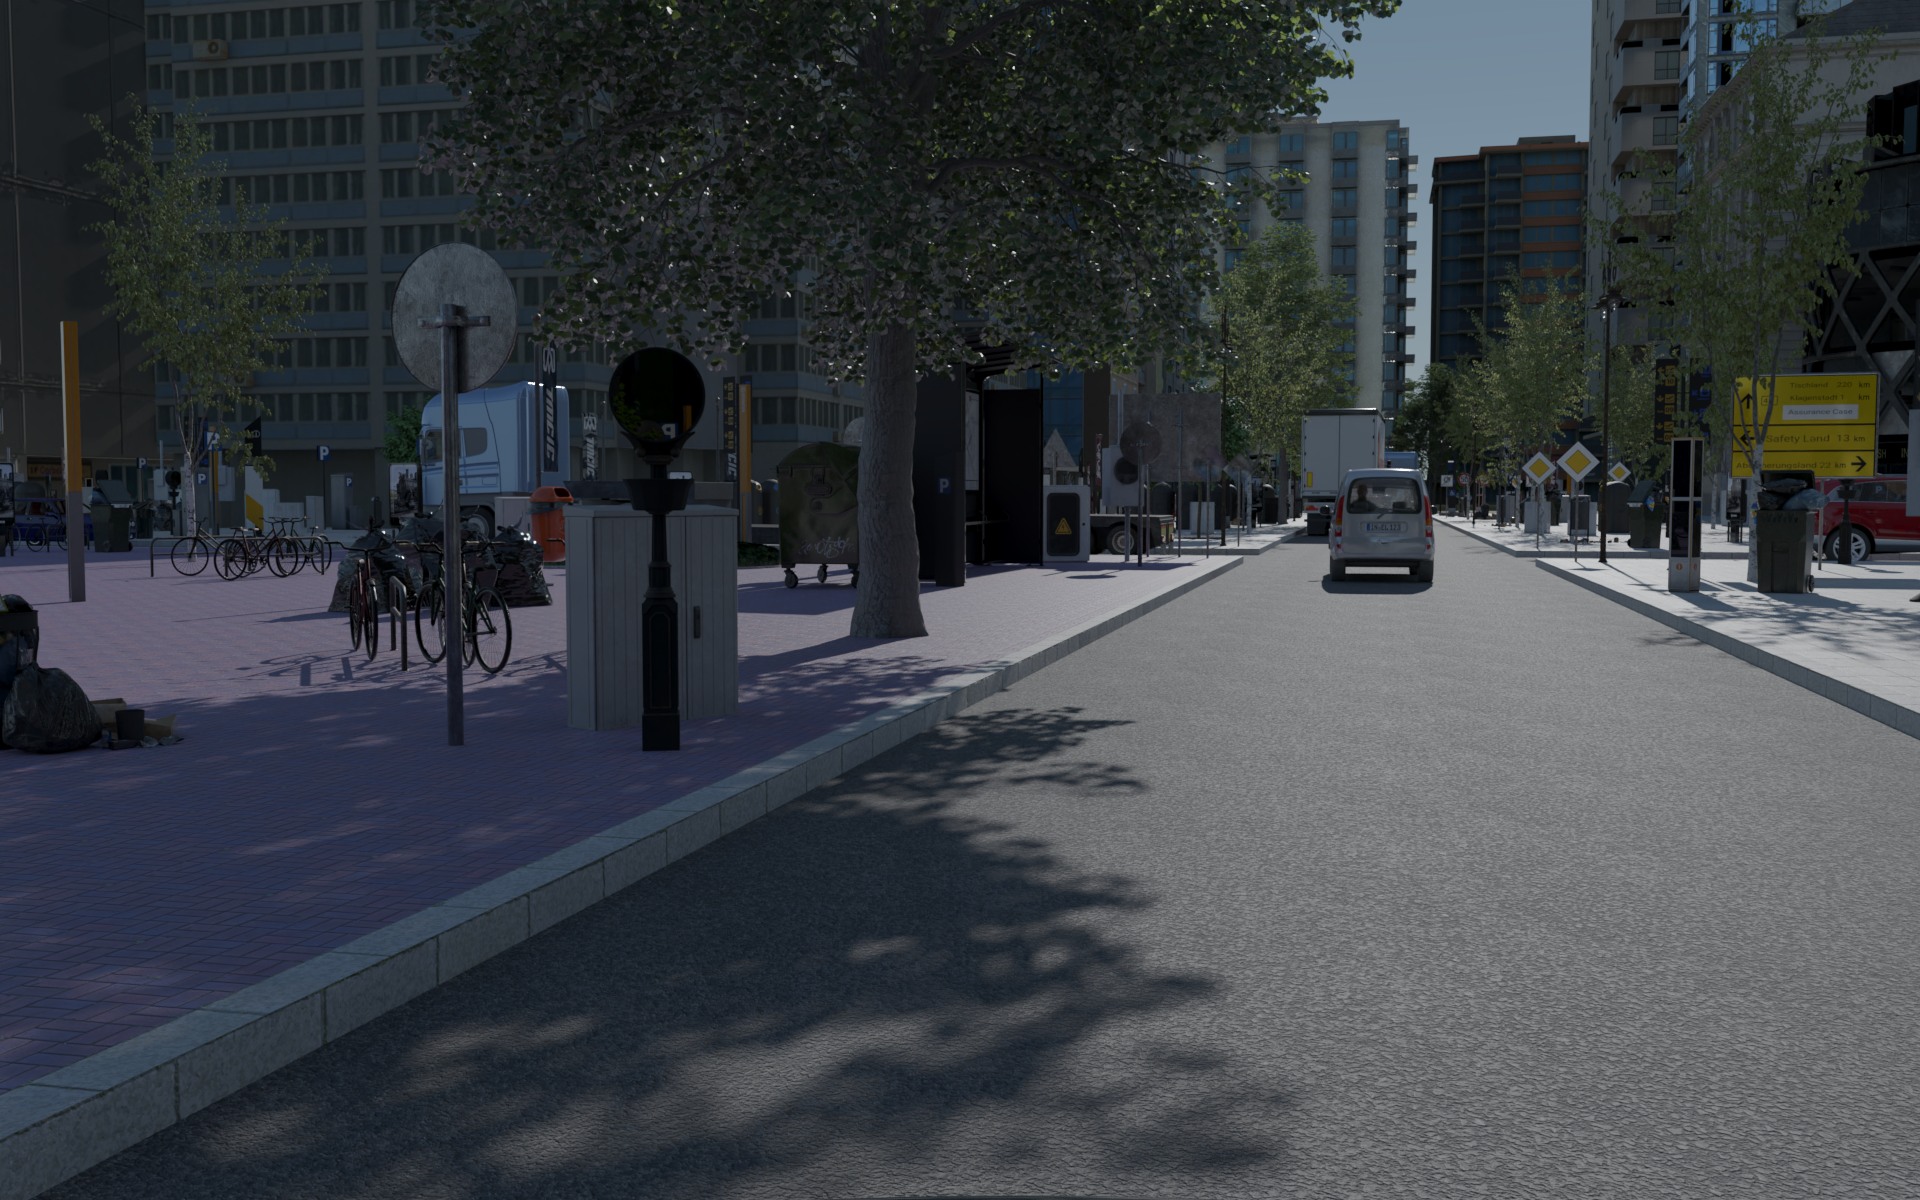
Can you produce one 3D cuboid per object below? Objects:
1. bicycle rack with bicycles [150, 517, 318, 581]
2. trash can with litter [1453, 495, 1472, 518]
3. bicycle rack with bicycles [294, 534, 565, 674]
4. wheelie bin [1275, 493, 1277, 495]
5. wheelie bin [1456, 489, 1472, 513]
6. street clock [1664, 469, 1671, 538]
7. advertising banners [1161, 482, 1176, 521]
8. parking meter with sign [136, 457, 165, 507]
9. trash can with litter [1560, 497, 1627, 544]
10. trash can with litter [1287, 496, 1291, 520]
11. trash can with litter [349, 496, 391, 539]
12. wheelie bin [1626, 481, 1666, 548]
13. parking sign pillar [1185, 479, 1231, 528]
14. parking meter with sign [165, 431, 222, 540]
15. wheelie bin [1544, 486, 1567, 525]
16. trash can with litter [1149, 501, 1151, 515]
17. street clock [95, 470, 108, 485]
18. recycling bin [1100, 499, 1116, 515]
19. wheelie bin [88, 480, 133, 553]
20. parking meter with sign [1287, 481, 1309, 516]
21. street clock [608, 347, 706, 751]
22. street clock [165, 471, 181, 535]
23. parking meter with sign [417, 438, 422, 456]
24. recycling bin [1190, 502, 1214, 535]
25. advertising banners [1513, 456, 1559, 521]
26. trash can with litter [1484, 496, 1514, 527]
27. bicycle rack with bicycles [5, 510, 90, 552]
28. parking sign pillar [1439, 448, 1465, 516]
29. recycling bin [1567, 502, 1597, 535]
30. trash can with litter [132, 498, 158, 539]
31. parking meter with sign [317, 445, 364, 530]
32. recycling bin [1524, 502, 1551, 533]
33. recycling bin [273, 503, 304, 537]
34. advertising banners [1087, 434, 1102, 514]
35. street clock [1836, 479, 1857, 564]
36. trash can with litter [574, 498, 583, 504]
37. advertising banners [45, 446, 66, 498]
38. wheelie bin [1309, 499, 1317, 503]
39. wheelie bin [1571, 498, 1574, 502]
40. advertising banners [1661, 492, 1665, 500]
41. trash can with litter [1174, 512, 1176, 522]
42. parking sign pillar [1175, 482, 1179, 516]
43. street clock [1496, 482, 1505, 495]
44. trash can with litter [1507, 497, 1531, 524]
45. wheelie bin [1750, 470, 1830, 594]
[{"bbox_3d":[-11.096,-0.842,27.152,2.852,0.926,2.925,2,4,31],"label":"bicycle rack with bicycles"},{"bbox_3d":[28.042,-5.163,95.468,1.678,1.210,2.233,1,4,22],"label":"trash can with litter"},{"bbox_3d":[-3.582,-0.006,13.475,2.852,0.926,2.925,-1,4,-19],"label":"bicycle rack with bicycles"},{"bbox_3d":[19.443,-6.117,107.923,0.693,1.594,0.980,0,4,-1],"label":"wheelie bin"},{"bbox_3d":[31.440,-6.135,108.209,0.980,1.594,0.693,0,4,2],"label":"wheelie bin"},{"bbox_3d":[20.876,-2.835,50.931,0.358,2.002,0.471,1,4,14],"label":"street clock"},{"bbox_3d":[10.196,-5.319,83.153,0.090,3.025,2.074,3,5,43],"label":"advertising banners"},{"bbox_3d":[-38.176,-5.259,82.247,1.738,3.016,0.543,1,4,19],"label":"parking meter with sign"},{"bbox_3d":[16.717,-2.110,45.561,2.233,1.210,1.678,-1,4,-10],"label":"trash can with litter"},{"bbox_3d":[15.961,-4.586,86.365,1.055,1.170,0.624,0,4,1],"label":"trash can with litter"},{"bbox_3d":[-17.184,-2.410,50.468,1.678,1.210,2.233,0,4,-5],"label":"trash can with litter"},{"bbox_3d":[16.298,-2.034,41.163,0.693,1.594,0.980,-1,4,-13],"label":"wheelie bin"},{"bbox_3d":[9.460,-4.682,65.022,1.447,3.967,1.447,2,4,25],"label":"parking sign pillar"},{"bbox_3d":[-21.430,-3.197,48.525,1.738,3.016,0.543,2,4,32],"label":"parking meter with sign"},{"bbox_3d":[24.484,-3.897,71.629,0.980,1.594,0.693,-3,5,-44],"label":"wheelie bin"},{"bbox_3d":[10.769,-5.253,97.270,1.055,1.170,0.624,3,4,36],"label":"trash can with litter"},{"bbox_3d":[-25.369,-2.855,51.246,0.358,2.002,0.471,-1,4,-9],"label":"street clock"},{"bbox_3d":[7.275,-4.422,84.857,0.722,1.027,0.722,1,4,15],"label":"recycling bin"},{"bbox_3d":[-18.772,-1.854,38.226,0.693,1.594,0.980,1,4,20],"label":"wheelie bin"},{"bbox_3d":[19.068,-6.279,98.928,1.738,3.016,0.543,2,4,24],"label":"parking meter with sign"},{"bbox_3d":[-1.506,-0.251,8.677,0.471,2.002,0.358,-1,4,-8],"label":"street clock"},{"bbox_3d":[-24.468,-3.018,53.922,0.358,2.002,0.471,1,4,18],"label":"street clock"},{"bbox_3d":[-16.561,-3.496,53.427,0.543,3.016,1.738,-1,4,-10],"label":"parking meter with sign"},{"bbox_3d":[7.717,-2.610,55.222,0.722,1.027,0.722,0,4,3],"label":"recycling bin"},{"bbox_3d":[26.770,-5.159,80.533,2.074,3.025,0.090,0,4,3],"label":"advertising banners"},{"bbox_3d":[21.812,-3.553,69.151,1.678,1.210,2.233,1,4,23],"label":"trash can with litter"},{"bbox_3d":[-21.042,-1.551,38.737,2.852,0.926,2.925,0,4,1],"label":"bicycle rack with bicycles"},{"bbox_3d":[28.846,-6.912,101.480,1.447,3.967,1.447,1,4,15],"label":"parking sign pillar"},{"bbox_3d":[19.392,-2.535,53.994,0.722,1.027,0.722,0,4,4],"label":"recycling bin"},{"bbox_3d":[-23.434,-2.315,49.238,1.055,1.170,0.624,-3,5,-42],"label":"trash can with litter"},{"bbox_3d":[-22.121,-4.019,61.966,1.738,3.016,0.543,2,4,24],"label":"parking meter with sign"},{"bbox_3d":[19.218,-2.757,57.632,0.722,1.027,0.722,2,4,29],"label":"recycling bin"},{"bbox_3d":[-19.726,-2.345,50.899,0.722,1.027,0.722,-1,4,-9],"label":"recycling bin"},{"bbox_3d":[3.743,-3.301,50.163,0.090,3.025,2.074,2,4,26],"label":"advertising banners"},{"bbox_3d":[16.179,-1.654,31.618,0.471,2.002,0.358,3,5,42],"label":"street clock"},{"bbox_3d":[-12.667,-2.928,58.935,2.233,1.210,1.678,-3,5,-42],"label":"trash can with litter"},{"bbox_3d":[-33.083,-4.083,62.952,2.074,3.025,0.090,1,4,11],"label":"advertising banners"},{"bbox_3d":[22.832,-6.379,112.199,0.693,1.594,0.980,1,4,16],"label":"wheelie bin"},{"bbox_3d":[35.516,-5.676,100.703,0.980,1.594,0.693,3,5,41],"label":"wheelie bin"},{"bbox_3d":[36.785,-5.725,89.790,2.074,3.025,0.090,-3,4,-38],"label":"advertising banners"},{"bbox_3d":[9.885,-4.213,79.943,2.233,1.210,1.678,-2,4,-33],"label":"trash can with litter"},{"bbox_3d":[13.256,-6.929,101.762,1.447,3.967,1.447,-1,4,-16],"label":"parking sign pillar"},{"bbox_3d":[29.760,-5.549,95.301,0.471,2.002,0.358,-1,4,-9],"label":"street clock"},{"bbox_3d":[24.150,-3.870,74.658,1.055,1.170,0.624,0,4,1],"label":"trash can with litter"},{"bbox_3d":[10.752,-0.893,22.502,0.980,1.594,0.693,3,4,36],"label":"wheelie bin"}]
